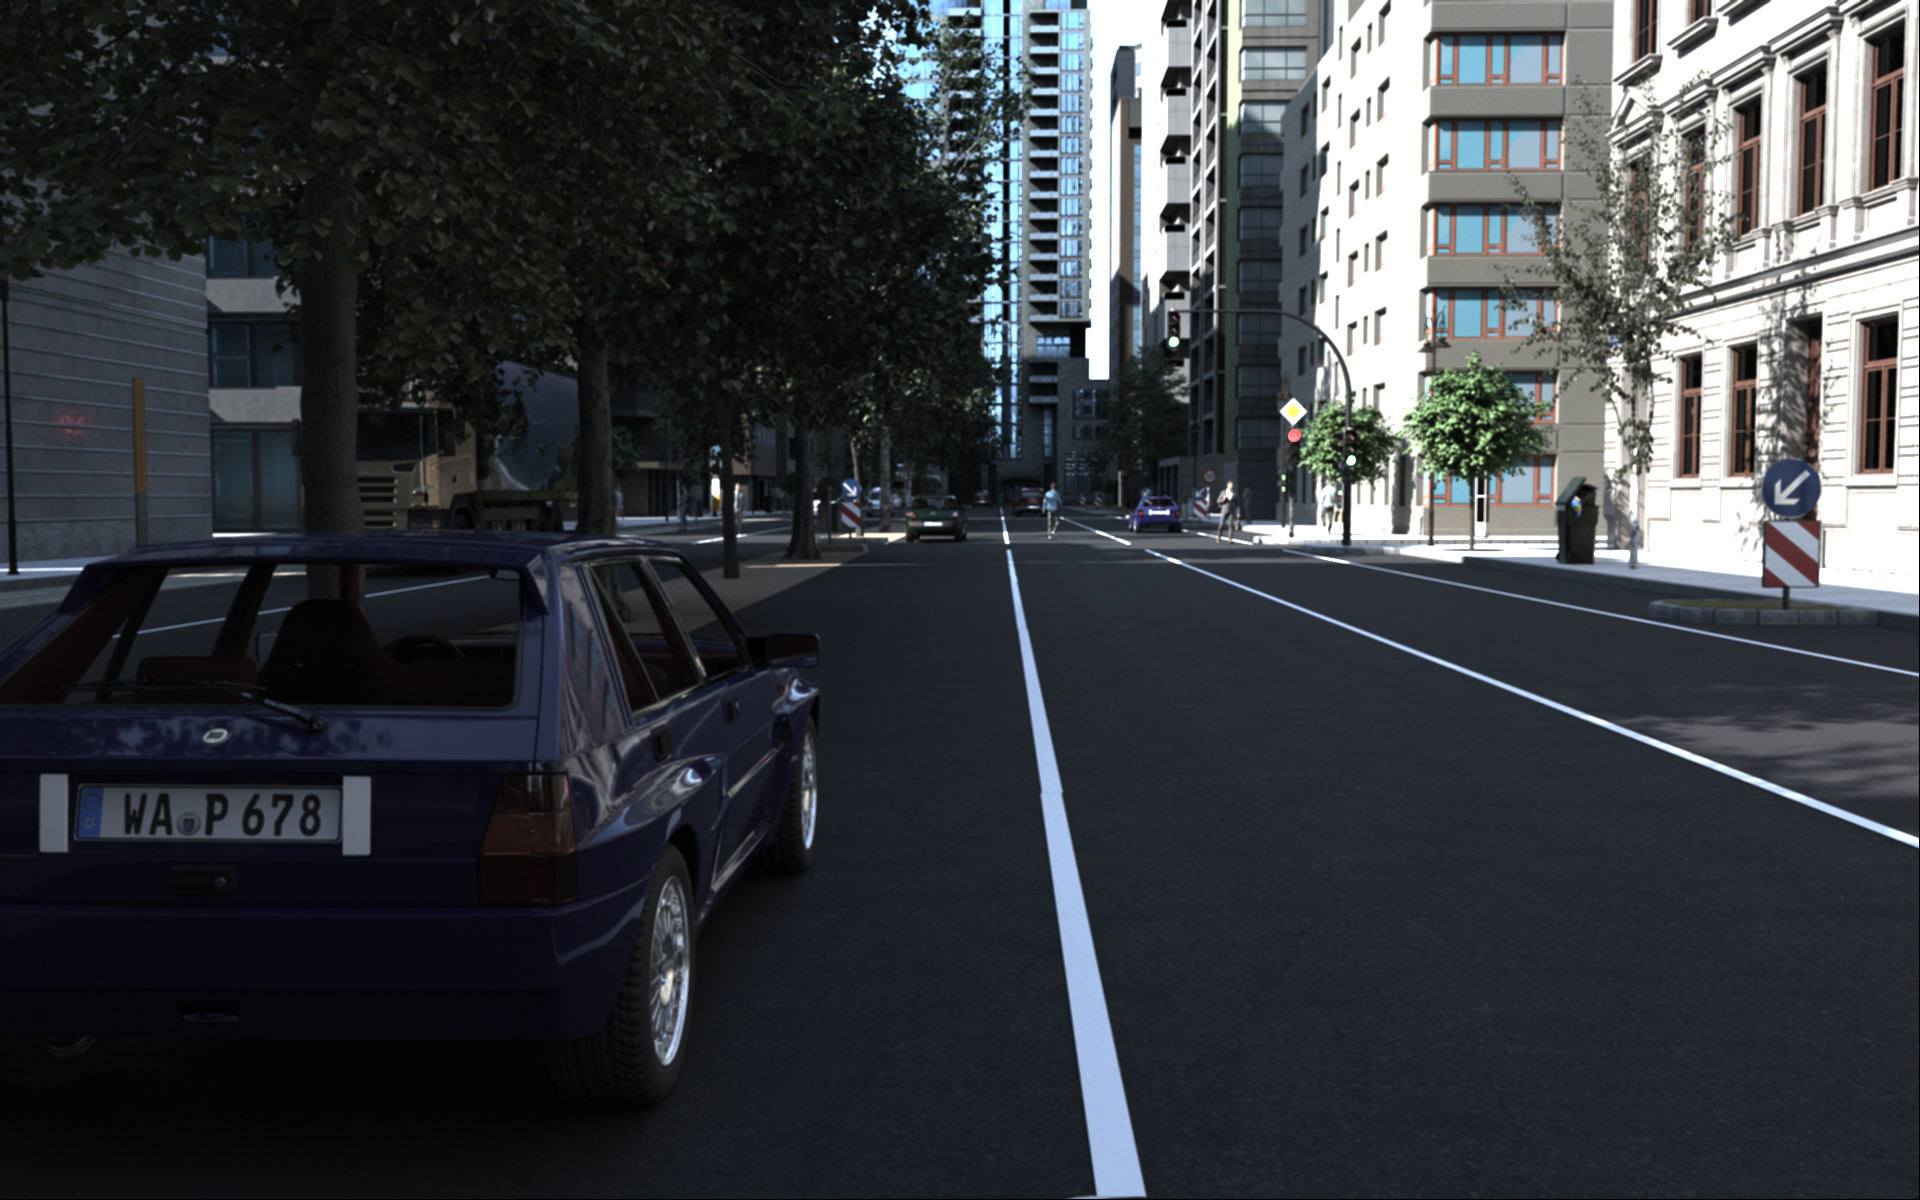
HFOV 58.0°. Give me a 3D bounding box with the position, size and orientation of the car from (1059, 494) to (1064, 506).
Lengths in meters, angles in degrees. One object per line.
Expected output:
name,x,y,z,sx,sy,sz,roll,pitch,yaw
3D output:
car,10.026,-10.554,182.782,2.015,1.641,3.980,0,4,2

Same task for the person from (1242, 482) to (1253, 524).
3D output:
person,12.332,-4.160,74.396,0.599,1.781,0.374,-3,4,-37

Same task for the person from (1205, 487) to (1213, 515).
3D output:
person,15.086,-6.042,105.572,0.760,1.731,0.466,0,4,5

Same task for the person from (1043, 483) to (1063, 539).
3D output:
person,2.965,-2.847,55.397,0.601,1.785,0.444,1,4,22

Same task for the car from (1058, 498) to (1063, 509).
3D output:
car,9.255,-9.825,172.646,2.014,1.417,4.499,0,4,3

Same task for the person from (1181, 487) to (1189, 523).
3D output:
person,10.778,-4.516,82.878,0.362,1.759,0.519,1,4,14

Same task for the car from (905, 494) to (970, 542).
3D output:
car,-0.704,-2.642,52.984,2.009,1.686,4.222,0,4,3

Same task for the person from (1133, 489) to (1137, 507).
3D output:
person,15.298,-8.894,152.140,0.721,1.739,1.217,0,4,-6

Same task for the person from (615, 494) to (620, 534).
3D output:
person,-12.589,-3.296,62.369,0.713,1.824,0.794,-1,4,-21

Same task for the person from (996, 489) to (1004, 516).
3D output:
person,2.666,-6.452,114.229,0.529,1.795,0.600,3,4,36

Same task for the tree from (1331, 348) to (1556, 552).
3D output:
tree,11.538,-3.390,39.141,4.285,4.588,4.351,0,3,0

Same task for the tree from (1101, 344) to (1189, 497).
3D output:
tree,14.164,-13.056,131.595,7.486,12.596,7.792,0,3,0

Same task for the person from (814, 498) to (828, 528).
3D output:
person,-5.803,-3.951,72.869,0.755,1.850,0.659,3,5,40

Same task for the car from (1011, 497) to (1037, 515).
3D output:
car,4.591,-6.723,122.496,1.945,1.354,3.894,0,4,2

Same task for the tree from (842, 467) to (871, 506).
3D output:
tree,-11.493,-12.767,192.446,4.285,4.588,4.351,0,3,0

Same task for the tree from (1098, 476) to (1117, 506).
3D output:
tree,15.675,-11.405,181.065,1.663,3.219,1.824,0,3,0

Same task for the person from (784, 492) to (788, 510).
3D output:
person,-14.281,-8.157,140.215,0.445,1.727,0.742,2,4,23

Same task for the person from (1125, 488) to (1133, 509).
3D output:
person,14.467,-8.700,148.389,0.705,1.812,1.348,2,4,33

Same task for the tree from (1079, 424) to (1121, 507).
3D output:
tree,14.310,-13.794,175.894,4.360,8.622,3.978,0,3,0

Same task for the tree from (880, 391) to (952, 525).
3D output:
tree,-2.396,-7.718,79.016,4.737,8.622,4.395,0,3,0

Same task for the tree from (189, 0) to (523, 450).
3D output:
tree,-4.085,-6.099,19.189,9.611,12.733,9.660,0,3,0

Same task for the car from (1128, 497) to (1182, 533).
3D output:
car,7.268,-3.177,64.531,1.945,1.354,3.894,0,4,2

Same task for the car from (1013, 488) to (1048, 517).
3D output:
car,4.548,-6.204,110.112,2.281,1.827,5.304,0,3,0

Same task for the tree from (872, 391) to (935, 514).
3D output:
tree,-2.177,-7.404,73.871,4.360,8.622,3.978,0,3,0

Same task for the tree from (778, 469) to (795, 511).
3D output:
tree,-13.045,-8.398,131.910,1.663,3.219,1.824,0,3,0

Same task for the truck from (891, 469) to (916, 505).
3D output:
truck,-6.167,-12.645,195.663,2.839,4.237,11.283,0,4,0

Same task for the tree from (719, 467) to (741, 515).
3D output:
tree,-13.956,-6.744,104.862,1.663,3.219,1.824,0,3,0

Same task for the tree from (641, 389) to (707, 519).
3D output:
tree,-14.175,-8.424,88.098,4.737,8.622,4.395,0,3,0

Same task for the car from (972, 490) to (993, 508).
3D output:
car,2.373,-10.775,184.839,2.281,1.827,5.304,0,4,0

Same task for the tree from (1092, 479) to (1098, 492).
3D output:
tree,14.842,-11.745,186.635,1.663,3.219,1.824,0,3,0

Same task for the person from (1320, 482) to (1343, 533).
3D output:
person,12.186,-3.067,56.671,0.782,1.767,0.515,0,4,-8

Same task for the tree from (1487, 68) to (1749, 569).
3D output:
tree,11.329,-4.838,29.470,4.360,8.622,3.978,0,3,0

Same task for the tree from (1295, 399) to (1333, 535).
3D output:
tree,12.157,-4.298,53.989,4.285,4.588,4.351,0,3,0

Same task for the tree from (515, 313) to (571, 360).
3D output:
tree,-14.763,-6.630,58.756,4.360,8.622,3.978,0,3,0

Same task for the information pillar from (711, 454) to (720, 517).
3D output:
information pillar,-13.633,-6.444,96.715,0.504,3.616,0.183,2,4,28

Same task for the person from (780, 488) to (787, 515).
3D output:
person,-11.543,-6.408,113.295,0.654,1.822,0.581,-3,4,-38

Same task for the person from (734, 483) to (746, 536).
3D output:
person,-7.685,-3.127,59.723,0.635,1.810,0.391,-1,4,-12

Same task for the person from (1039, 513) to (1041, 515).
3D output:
person,5.621,-6.691,118.246,0.721,1.781,0.623,0,4,0

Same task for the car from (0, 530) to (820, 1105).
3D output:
car,-1.470,0.437,5.440,1.945,1.354,3.894,0,4,3

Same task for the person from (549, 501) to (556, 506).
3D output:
person,-14.773,-3.427,62.170,0.679,1.850,0.850,3,5,44

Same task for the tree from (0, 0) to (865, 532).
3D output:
tree,-3.893,-5.503,10.555,7.486,12.596,7.792,0,3,0

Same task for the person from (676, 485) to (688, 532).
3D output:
person,-10.658,-3.514,66.225,0.573,1.790,0.520,-2,4,-25

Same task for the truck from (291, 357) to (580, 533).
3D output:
truck,-9.968,-2.776,34.298,2.839,4.237,11.283,0,4,1

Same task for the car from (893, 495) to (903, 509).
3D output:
car,-6.446,-9.258,163.722,2.083,1.381,4.827,0,4,2

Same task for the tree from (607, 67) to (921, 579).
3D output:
tree,-3.832,-5.655,29.327,8.767,10.594,7.601,0,4,1

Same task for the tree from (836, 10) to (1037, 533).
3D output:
tree,-3.962,-12.597,64.299,12.611,20.169,13.585,0,3,0

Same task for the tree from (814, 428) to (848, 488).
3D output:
tree,-13.014,-13.323,168.194,4.360,8.622,3.978,0,3,0

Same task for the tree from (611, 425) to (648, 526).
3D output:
tree,-14.381,-5.294,70.268,4.285,4.588,4.351,0,3,0

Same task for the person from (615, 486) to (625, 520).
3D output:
person,-16.754,-4.769,85.014,0.512,1.701,0.522,-2,4,-27

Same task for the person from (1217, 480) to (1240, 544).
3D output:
person,7.757,-2.544,50.061,0.622,1.834,0.822,0,4,-8
